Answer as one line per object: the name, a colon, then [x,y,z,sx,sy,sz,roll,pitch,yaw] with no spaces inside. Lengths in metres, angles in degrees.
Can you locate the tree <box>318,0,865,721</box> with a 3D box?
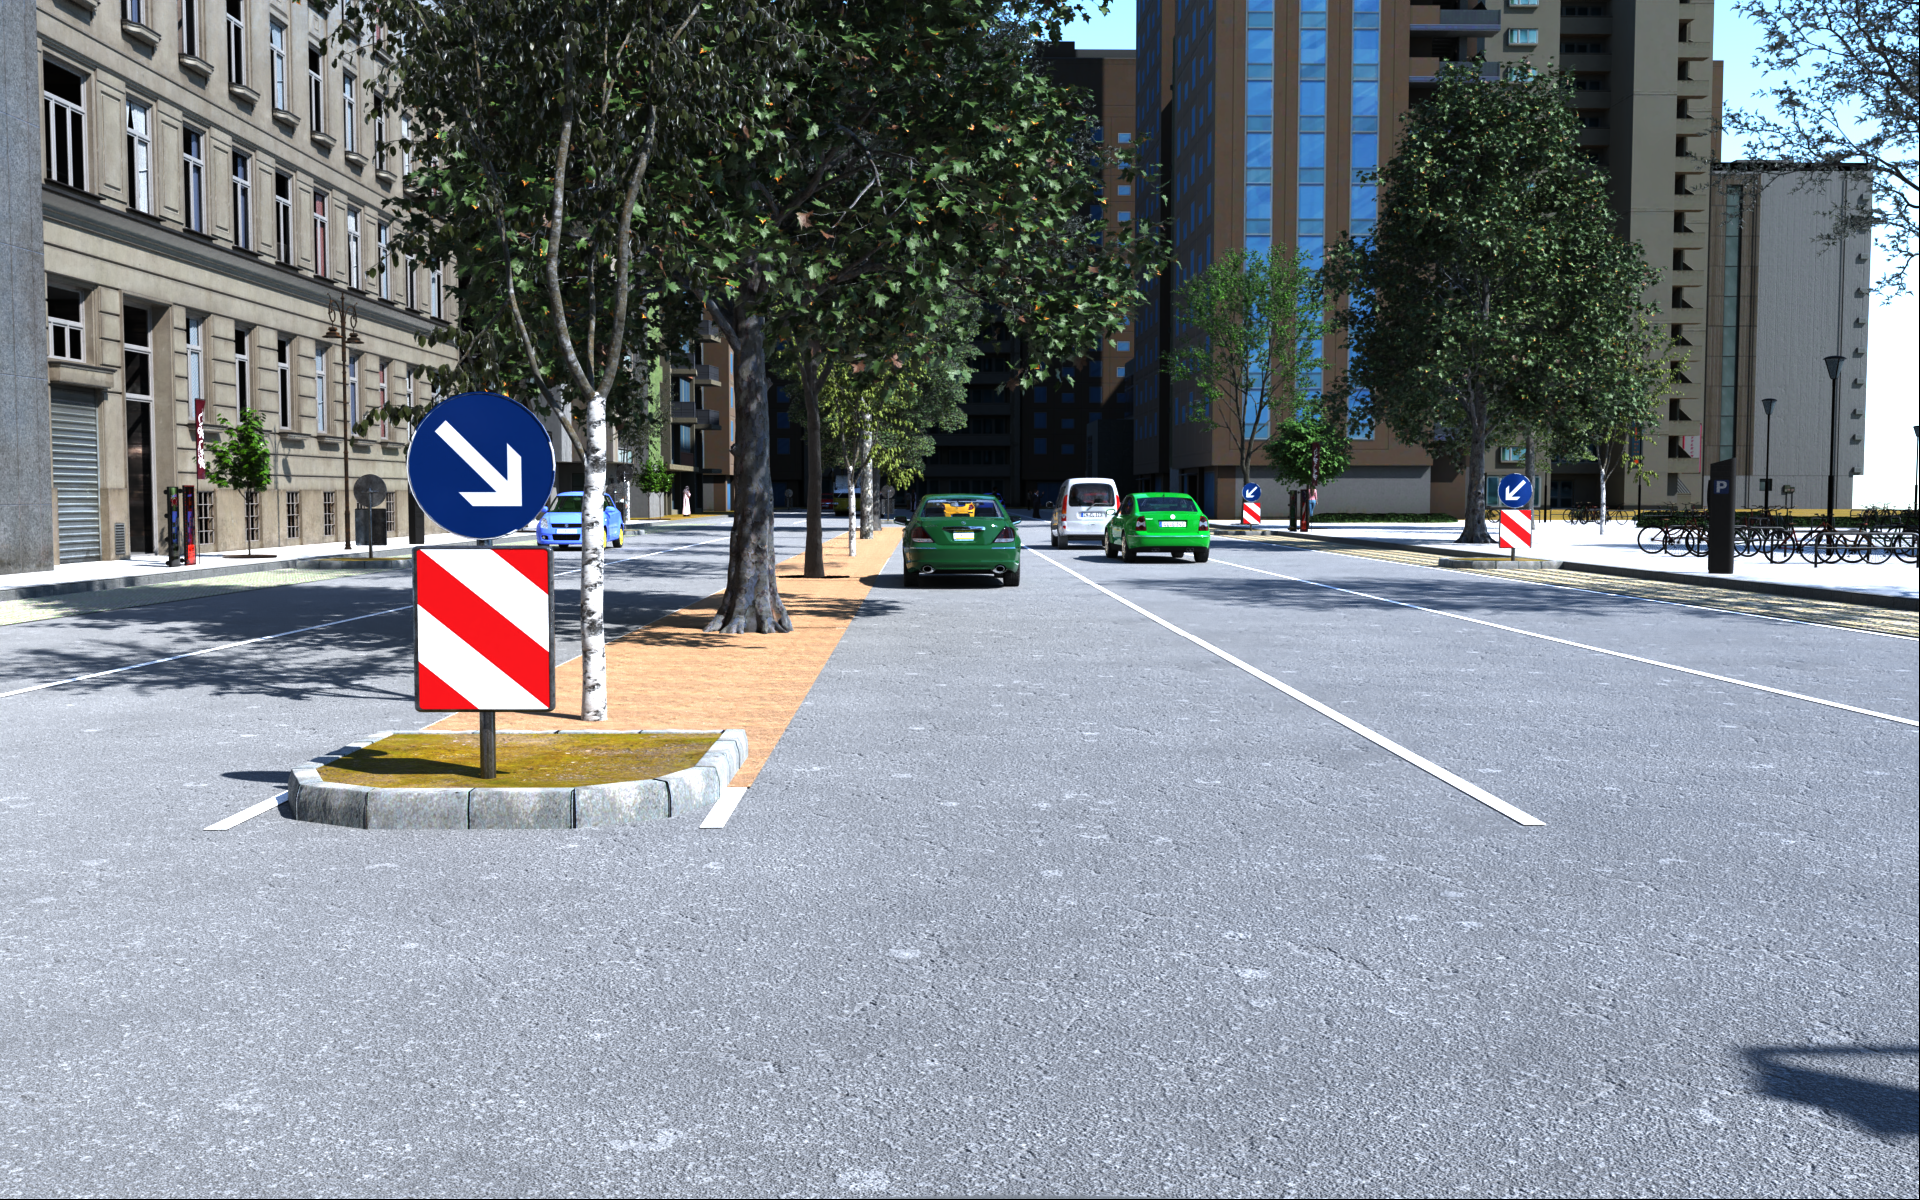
tree: [-2.328,-3.552,10.901,4.360,8.622,3.978,0,3,0]

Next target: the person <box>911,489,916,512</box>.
person: [-3.701,-7.902,137.832,0.705,1.807,1.348,0,4,4]

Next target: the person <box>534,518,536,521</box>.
person: [-20.177,-4.492,81.291,0.589,1.601,0.330,0,4,-3]

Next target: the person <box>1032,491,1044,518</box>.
person: [4.714,-5.801,104.144,0.742,1.727,0.445,0,4,7]

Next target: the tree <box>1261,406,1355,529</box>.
tree: [12.845,-4.910,63.999,4.285,4.588,4.351,0,3,0]

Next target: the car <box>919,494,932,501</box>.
car: [-1.939,-7.026,125.093,2.015,1.641,3.980,0,4,-2]

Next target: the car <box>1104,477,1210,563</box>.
car: [4.235,-1.763,37.619,1.959,1.807,4.718,0,4,-3]

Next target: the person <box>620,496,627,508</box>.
person: [-15.004,-4.058,77.080,0.332,1.250,0.352,1,4,11]

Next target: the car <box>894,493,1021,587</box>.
car: [-0.021,-1.008,28.277,2.131,1.459,4.920,0,4,-2]

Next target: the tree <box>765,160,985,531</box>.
tree: [-3.400,-9.657,67.006,9.857,13.997,8.962,0,3,0]

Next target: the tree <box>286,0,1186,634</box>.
tree: [-2.178,-6.018,17.853,9.611,12.733,9.660,0,3,0]

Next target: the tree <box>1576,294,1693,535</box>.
tree: [20.369,-6.359,54.334,4.737,8.622,4.395,0,3,0]

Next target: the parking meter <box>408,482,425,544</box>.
parking meter: [-13.889,-2.357,44.242,0.399,1.863,0.255,3,5,42]

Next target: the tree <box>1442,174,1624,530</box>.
tree: [20.154,-8.794,61.912,7.486,12.596,7.792,0,3,0]

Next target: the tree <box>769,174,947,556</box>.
tree: [-2.413,-5.280,39.155,4.737,8.622,4.395,0,3,0]

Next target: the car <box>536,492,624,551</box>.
car: [-9.848,-2.163,44.956,1.945,1.707,3.694,0,4,-1]

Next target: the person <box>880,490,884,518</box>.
person: [-4.786,-5.816,104.397,0.445,1.727,0.742,0,4,-6]

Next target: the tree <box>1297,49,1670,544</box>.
tree: [13.549,-7.816,44.803,9.611,12.733,9.660,0,3,0]

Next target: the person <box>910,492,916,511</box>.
person: [-3.831,-8.169,142.735,0.551,1.740,0.621,-2,4,-35]

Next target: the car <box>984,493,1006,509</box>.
car: [1.998,-6.174,110.543,1.945,1.707,3.694,0,4,-1]

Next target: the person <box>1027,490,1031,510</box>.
person: [6.165,-8.893,153.911,0.705,1.823,1.348,0,4,3]

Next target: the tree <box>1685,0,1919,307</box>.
tree: [13.751,-6.659,19.250,12.009,13.543,11.850,0,3,0]

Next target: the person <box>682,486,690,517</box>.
person: [-15.577,-5.631,98.777,0.621,1.740,0.551,-3,4,-36]

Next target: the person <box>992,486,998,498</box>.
person: [2.044,-5.589,99.512,0.705,1.869,1.348,0,4,-8]

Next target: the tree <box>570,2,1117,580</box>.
tree: [-2.442,-7.097,28.860,12.009,13.543,11.850,0,3,0]

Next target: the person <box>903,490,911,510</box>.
person: [-4.742,-9.128,157.743,0.705,1.824,1.348,2,4,33]

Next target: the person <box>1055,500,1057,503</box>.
person: [6.085,-5.639,101.374,1.217,1.739,0.721,-2,4,-34]

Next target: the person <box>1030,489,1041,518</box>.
person: [4.453,-5.652,101.711,0.445,1.727,0.742,2,4,34]

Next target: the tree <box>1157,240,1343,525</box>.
tree: [11.920,-8.941,71.933,9.928,11.665,9.643,0,3,0]

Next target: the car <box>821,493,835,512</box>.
car: [-10.847,-8.124,141.868,2.155,1.783,4.494,0,4,0]

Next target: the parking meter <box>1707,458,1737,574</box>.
parking meter: [12.276,-1.360,27.943,0.399,1.863,0.255,2,4,32]

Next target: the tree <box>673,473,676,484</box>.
tree: [-14.957,-5.633,86.705,1.663,3.219,1.824,0,3,0]

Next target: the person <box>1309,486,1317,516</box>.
person: [16.359,-4.554,80.508,0.555,1.821,0.388,-1,4,-14]

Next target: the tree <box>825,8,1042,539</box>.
tree: [-4.195,-12.039,55.191,12.611,20.169,13.585,0,3,0]
